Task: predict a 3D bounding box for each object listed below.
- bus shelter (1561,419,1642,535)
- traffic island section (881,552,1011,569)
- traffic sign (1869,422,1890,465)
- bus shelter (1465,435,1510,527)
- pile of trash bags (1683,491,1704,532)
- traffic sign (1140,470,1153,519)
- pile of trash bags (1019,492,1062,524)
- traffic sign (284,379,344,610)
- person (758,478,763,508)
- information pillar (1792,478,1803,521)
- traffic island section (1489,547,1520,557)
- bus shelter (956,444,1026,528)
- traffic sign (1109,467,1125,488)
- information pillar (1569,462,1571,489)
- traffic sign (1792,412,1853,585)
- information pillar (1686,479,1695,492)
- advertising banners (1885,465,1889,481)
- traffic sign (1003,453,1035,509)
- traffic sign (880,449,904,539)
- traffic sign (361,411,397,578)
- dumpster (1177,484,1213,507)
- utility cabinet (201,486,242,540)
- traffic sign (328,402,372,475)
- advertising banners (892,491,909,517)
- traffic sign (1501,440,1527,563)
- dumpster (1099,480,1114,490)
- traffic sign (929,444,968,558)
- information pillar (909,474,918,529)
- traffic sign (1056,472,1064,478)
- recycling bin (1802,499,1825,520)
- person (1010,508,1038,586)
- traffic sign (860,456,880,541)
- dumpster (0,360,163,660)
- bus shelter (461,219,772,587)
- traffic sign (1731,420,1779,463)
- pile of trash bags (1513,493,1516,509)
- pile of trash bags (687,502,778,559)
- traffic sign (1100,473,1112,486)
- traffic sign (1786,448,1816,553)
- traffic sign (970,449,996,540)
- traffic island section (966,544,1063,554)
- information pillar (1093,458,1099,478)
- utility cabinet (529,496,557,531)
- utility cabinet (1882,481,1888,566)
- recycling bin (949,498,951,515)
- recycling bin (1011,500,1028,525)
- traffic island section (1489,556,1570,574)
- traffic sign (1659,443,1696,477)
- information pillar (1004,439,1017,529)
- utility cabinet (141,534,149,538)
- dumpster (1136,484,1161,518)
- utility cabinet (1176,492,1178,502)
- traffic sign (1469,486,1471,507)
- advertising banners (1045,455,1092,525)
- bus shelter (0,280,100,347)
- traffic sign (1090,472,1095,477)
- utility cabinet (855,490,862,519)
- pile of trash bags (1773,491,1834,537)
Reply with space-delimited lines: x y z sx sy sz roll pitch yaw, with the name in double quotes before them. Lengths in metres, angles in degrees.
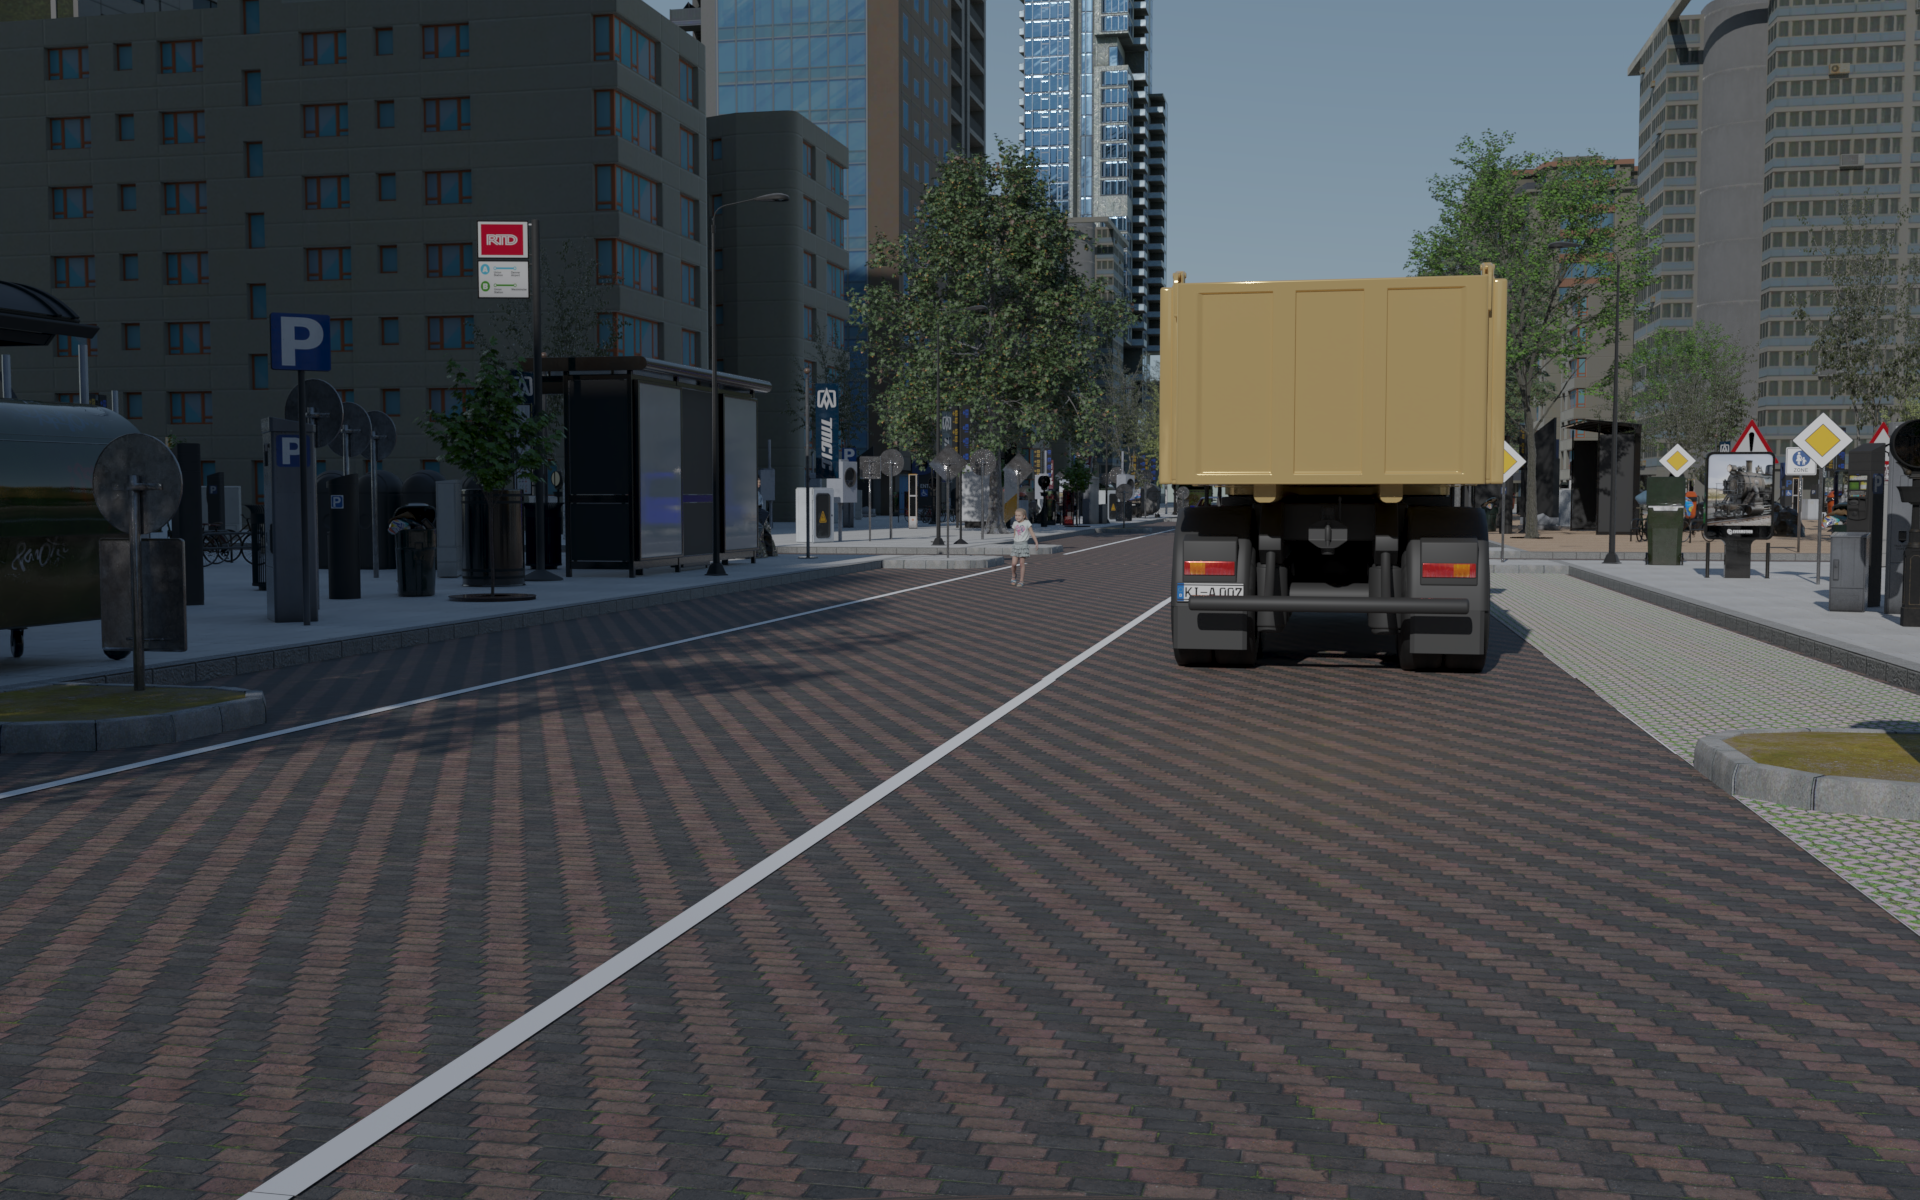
"bus shelter" 21.071 -4.024 57.067 1.731 3.624 6.357 1 4 12
"traffic island section" -0.264 -0.760 34.714 2.009 0.180 2.903 1 4 12
"traffic sign" 16.686 -1.919 31.383 0.884 2.594 0.081 1 4 17
"bus shelter" 20.314 -4.664 67.543 1.731 3.624 6.357 1 4 12
"pile of trash bags" 25.350 -3.096 60.377 1.912 1.369 3.447 1 4 17
"traffic sign" 9.719 -5.546 90.775 0.768 2.556 0.104 1 4 21
"pile of trash bags" 3.201 -3.961 74.507 1.912 1.369 3.447 2 4 24
"traffic sign" -7.153 -1.165 19.154 0.768 2.556 0.104 1 4 17
"person" -4.953 -2.032 41.741 0.654 1.822 0.581 1 4 11
"information pillar" 38.459 -4.590 79.544 0.304 2.012 0.304 -2 4 -31
"traffic island section" 11.859 -1.102 40.295 2.009 0.180 2.903 1 4 12
"bus shelter" 1.105 -4.516 67.764 2.014 3.302 5.546 1 4 12
"traffic sign" 7.361 -4.961 81.223 0.768 2.556 0.104 1 4 15
"information pillar" 37.076 -6.926 104.598 0.504 3.616 0.183 2 4 23
"traffic sign" 12.159 -1.425 24.477 0.795 2.450 0.064 1 4 13
"information pillar" 36.319 -4.994 86.150 0.304 2.012 0.304 0 4 6
"advertising banners" 36.910 -4.538 70.377 0.090 3.025 2.074 -3 5 -40
"traffic sign" 1.429 -2.374 42.457 0.795 2.450 0.064 1 4 12
"traffic sign" -1.954 -2.985 48.907 0.768 2.556 0.104 1 4 19
"traffic sign" -8.942 -1.611 26.450 0.768 2.556 0.104 1 4 18
"dumpster" 12.944 -5.530 95.365 1.985 2.255 1.502 1 4 10
"utility cabinet" -20.325 -2.369 47.412 1.173 1.500 0.318 -1 4 -11
"traffic sign" -8.479 -1.459 23.964 0.768 2.556 0.104 1 4 16
"advertising banners" -2.987 -6.292 99.068 2.074 3.025 0.090 -1 4 -17
"traffic sign" 10.167 -1.760 32.413 0.795 2.450 0.064 1 4 12
"dumpster" 8.833 -6.422 107.492 1.502 2.255 1.985 1 4 12
"traffic sign" -0.239 -1.896 34.648 0.795 2.450 0.064 1 4 12
"information pillar" -1.724 -3.629 63.818 0.304 2.012 0.304 0 4 5
"traffic sign" 4.571 -4.637 76.994 0.795 2.450 0.064 1 4 14
"recycling bin" 41.989 -4.455 85.397 0.722 1.027 0.722 0 4 -2
"person" 1.005 -0.827 27.029 0.505 1.210 0.382 1 4 23
"traffic sign" -2.440 -2.740 46.921 0.606 2.300 0.079 1 4 21
"dumpster" -7.069 -0.620 12.628 1.502 2.255 1.985 1 4 12
"bus shelter" -5.455 -3.074 27.899 2.179 5.291 8.768 1 4 12
"traffic sign" 13.852 -1.858 30.374 0.884 2.594 0.081 1 4 18
"pile of trash bags" 27.629 -4.951 90.707 3.447 1.369 1.912 -1 4 -22
"pile of trash bags" -5.392 -1.577 35.530 3.447 1.369 1.912 1 4 21
"traffic sign" 8.811 -6.380 104.420 0.768 2.556 0.104 1 4 14
"traffic sign" 18.387 -2.189 37.917 0.606 2.300 0.079 1 4 20
"traffic sign" 0.633 -2.970 48.660 0.768 2.556 0.104 1 4 14
"traffic island section" 1.404 -1.238 42.524 2.009 0.180 2.903 1 4 12
"information pillar" 8.809 -7.403 112.401 0.504 3.616 0.183 -2 4 -35
"utility cabinet" -13.704 -2.808 57.067 0.306 1.237 1.020 2 4 35
"utility cabinet" 16.321 -1.335 30.510 1.173 1.500 0.318 -3 4 -36
"recycling bin" -0.450 -5.843 108.085 0.722 1.027 0.722 0 4 4
"recycling bin" 2.379 -3.655 72.313 0.722 1.027 0.722 -2 4 -29
"traffic island section" 10.192 -0.624 32.485 2.009 0.180 2.903 1 4 12
"traffic sign" 16.353 -2.346 39.539 0.795 2.450 0.064 1 4 17
"information pillar" 1.864 -4.452 64.149 0.504 3.616 0.183 1 4 11
"utility cabinet" -9.738 -0.547 20.099 0.306 1.237 1.020 0 4 -6
"dumpster" 10.140 -5.356 93.337 1.264 1.857 1.865 1 4 12
"utility cabinet" 14.768 -6.485 114.712 1.173 1.500 0.318 -1 4 -15
"traffic sign" 11.835 -2.237 40.223 0.795 2.450 0.064 1 4 12
"advertising banners" 4.410 -4.573 70.949 2.074 3.025 0.090 1 4 15
"bus shelter" -9.730 -1.229 14.017 2.014 3.302 5.546 1 4 12
"traffic sign" 7.394 -6.079 99.503 0.768 2.556 0.104 1 4 17
"utility cabinet" -5.078 -4.793 87.039 0.318 1.500 1.173 0 4 -1
"pile of trash bags" 24.972 -2.605 52.349 3.447 1.369 1.912 1 4 10
